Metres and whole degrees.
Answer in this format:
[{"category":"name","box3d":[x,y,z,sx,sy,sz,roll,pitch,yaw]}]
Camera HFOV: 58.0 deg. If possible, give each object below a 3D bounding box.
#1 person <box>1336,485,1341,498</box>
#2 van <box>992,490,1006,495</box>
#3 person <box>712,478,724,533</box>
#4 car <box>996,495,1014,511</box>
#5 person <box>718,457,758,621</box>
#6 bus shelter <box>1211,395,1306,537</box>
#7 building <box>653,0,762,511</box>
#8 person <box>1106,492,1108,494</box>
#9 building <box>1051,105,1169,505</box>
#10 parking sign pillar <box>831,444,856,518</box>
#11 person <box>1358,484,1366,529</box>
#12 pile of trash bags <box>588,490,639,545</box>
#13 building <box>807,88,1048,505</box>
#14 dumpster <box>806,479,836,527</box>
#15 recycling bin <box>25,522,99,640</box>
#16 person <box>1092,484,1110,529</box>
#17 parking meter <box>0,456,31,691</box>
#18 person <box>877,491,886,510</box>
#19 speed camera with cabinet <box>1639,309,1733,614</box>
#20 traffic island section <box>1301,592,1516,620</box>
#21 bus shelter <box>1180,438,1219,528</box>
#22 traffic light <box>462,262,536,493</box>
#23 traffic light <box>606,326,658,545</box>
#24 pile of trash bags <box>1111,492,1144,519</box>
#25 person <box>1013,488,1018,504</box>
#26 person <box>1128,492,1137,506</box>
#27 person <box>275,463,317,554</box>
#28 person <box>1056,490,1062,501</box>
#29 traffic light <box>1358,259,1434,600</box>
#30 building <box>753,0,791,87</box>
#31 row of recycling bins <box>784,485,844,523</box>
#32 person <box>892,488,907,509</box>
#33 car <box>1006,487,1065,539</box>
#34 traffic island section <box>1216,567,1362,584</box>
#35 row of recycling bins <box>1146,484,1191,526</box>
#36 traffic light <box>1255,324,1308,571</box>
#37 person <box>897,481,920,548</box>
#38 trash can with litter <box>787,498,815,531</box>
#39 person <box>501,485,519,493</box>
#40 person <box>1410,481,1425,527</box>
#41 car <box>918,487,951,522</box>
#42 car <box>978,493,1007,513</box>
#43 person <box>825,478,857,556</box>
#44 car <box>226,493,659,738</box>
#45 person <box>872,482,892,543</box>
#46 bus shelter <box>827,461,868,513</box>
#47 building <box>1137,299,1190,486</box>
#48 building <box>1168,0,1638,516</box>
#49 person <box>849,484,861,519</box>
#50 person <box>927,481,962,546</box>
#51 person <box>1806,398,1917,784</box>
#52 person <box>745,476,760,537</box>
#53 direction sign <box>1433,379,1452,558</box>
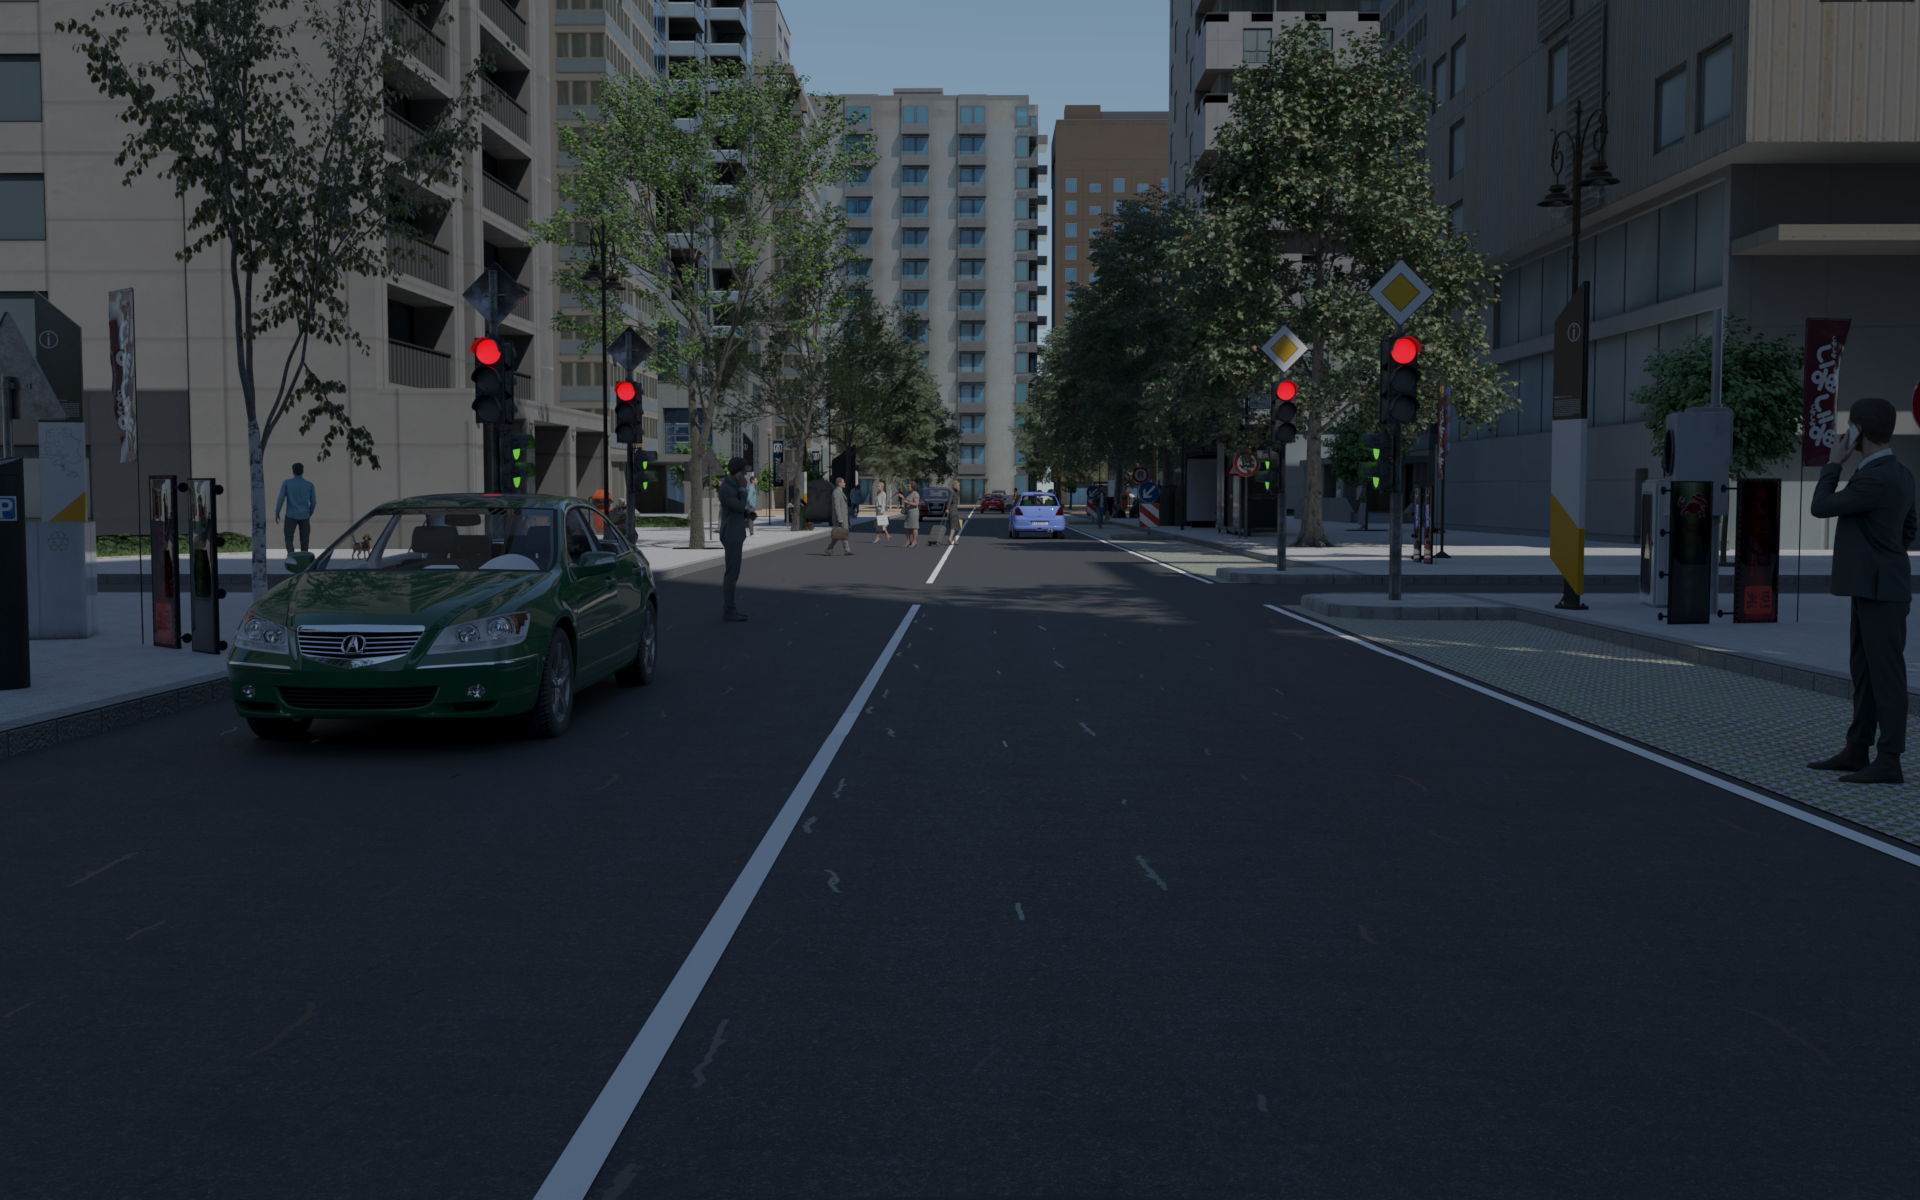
[{"category":"person","box3d":[21.942,-5.736,100.057,0.641,1.798,0.478,-3,5,-40]},{"category":"van","box3d":[3.755,-9.801,167.262,2.013,2.044,4.112,0,4,2]},{"category":"person","box3d":[-7.670,-3.063,56.392,0.850,1.792,0.678,-1,4,-12]},{"category":"car","box3d":[4.000,-8.324,148.451,2.083,1.381,4.827,0,4,2]},{"category":"person","box3d":[-2.513,-0.695,19.670,0.447,1.846,0.655,0,4,-7]},{"category":"bus shelter","box3d":[9.370,-4.796,56.047,2.179,5.291,8.768,0,4,1]},{"category":"building","box3d":[-24.928,-49.259,118.061,22.319,86.520,31.000,0,4,1]},{"category":"person","box3d":[15.035,-10.274,174.037,1.348,1.822,0.705,0,4,1]},{"category":"building","box3d":[17.995,-33.793,202.627,14.200,45.320,14.600,0,4,1]},{"category":"parking sign pillar","box3d":[-6.222,-6.370,92.629,1.447,3.967,1.447,0,4,-4]},{"category":"person","box3d":[14.932,-3.521,64.168,0.362,1.759,0.519,2,4,35]},{"category":"pile of trash bags","box3d":[-7.448,-1.571,35.436,1.912,1.369,3.447,0,4,-8]},{"category":"building","box3d":[-4.969,-35.937,207.184,30.456,49.044,23.786,0,4,1]},{"category":"dumpster","box3d":[-5.585,-3.870,69.026,1.264,1.857,1.865,0,4,1]},{"category":"recycling bin","box3d":[-8.189,-0.182,15.536,0.722,1.027,0.722,-1,4,-18]},{"category":"person","box3d":[5.796,-3.815,70.863,0.794,1.824,0.713,-1,4,-9]},{"category":"parking meter","box3d":[-6.354,-0.183,11.406,0.372,1.533,0.369,0,3,0]},{"category":"person","box3d":[-4.738,-5.957,103.855,0.576,1.772,0.534,0,4,3]},{"category":"speed camera with cabinet","box3d":[8.071,-1.528,19.316,0.660,3.252,2.038,1,4,13]},{"category":"traffic island section","box3d":[5.290,0.080,20.980,2.009,0.180,2.903,0,4,1]},{"category":"bus shelter","box3d":[9.311,-4.248,63.381,2.014,3.302,5.546,0,4,1]},{"category":"traffic light","box3d":[-5.611,-1.962,20.994,0.839,4.253,0.868,0,4,1]},{"category":"traffic light","box3d":[-5.504,-2.450,28.979,0.839,4.253,0.868,0,4,1]},{"category":"pile of trash bags","box3d":[8.853,-5.004,91.566,1.912,1.369,3.447,1,4,11]},{"category":"person","box3d":[3.444,-6.121,108.538,0.705,1.831,1.348,0,4,3]},{"category":"person","box3d":[12.101,-6.882,121.757,0.799,1.438,0.628,0,4,3]},{"category":"person","box3d":[-11.355,-1.442,29.646,0.660,1.820,0.620,-2,4,-33]},{"category":"person","box3d":[9.536,-9.930,169.113,0.721,1.735,1.217,-2,4,-34]},{"category":"traffic light","box3d":[5.250,-1.954,20.866,0.839,4.253,0.868,0,4,1]},{"category":"building","box3d":[-34.329,-40.559,205.132,28.212,58.520,21.231,0,4,1]},{"category":"row of recycling bins","box3d":[-6.575,-4.389,78.874,1.069,1.692,3.534,3,4,39]},{"category":"person","box3d":[-5.318,-8.942,152.263,1.348,1.822,0.705,0,4,0]},{"category":"car","box3d":[2.468,-2.854,56.249,1.945,1.707,3.694,0,4,-1]},{"category":"traffic island section","box3d":[5.396,-0.409,28.964,2.009,0.180,2.903,0,4,1]},{"category":"row of recycling bins","box3d":[8.811,-3.812,69.443,1.069,1.692,3.534,-3,5,-39]},{"category":"traffic light","box3d":[5.356,-2.442,28.850,0.839,4.253,0.868,0,4,1]},{"category":"person","box3d":[-1.410,-2.302,46.488,0.532,1.782,0.716,-2,4,-30]},{"category":"trash can with litter","box3d":[-5.555,-3.010,60.600,0.624,1.170,1.055,2,4,25]},{"category":"person","box3d":[-8.607,-1.627,33.065,0.576,1.772,0.534,-1,4,-16]},{"category":"person","box3d":[17.567,-3.670,66.398,0.623,1.781,0.721,1,4,14]},{"category":"car","box3d":[-1.259,-5.058,91.379,2.281,1.827,5.304,0,4,-1]},{"category":"car","box3d":[2.449,-7.430,130.527,2.155,1.783,4.494,0,4,1]},{"category":"person","box3d":[-2.754,-1.931,40.169,0.767,1.812,0.694,0,4,-4]},{"category":"car","box3d":[-3.246,0.006,11.702,2.131,1.459,4.920,0,4,0]},{"category":"person","box3d":[-2.276,-2.563,50.752,0.624,1.780,0.694,-1,4,-10]},{"category":"bus shelter","box3d":[-6.522,-6.577,101.458,2.014,3.302,5.546,0,4,1]},{"category":"building","box3d":[31.232,-19.116,157.583,27.650,21.520,28.899,0,4,1]},{"category":"building","box3d":[30.204,-32.960,128.136,28.713,52.752,27.495,0,4,1]},{"category":"person","box3d":[-5.454,-5.118,89.983,0.793,1.790,0.793,-3,4,-37]},{"category":"person","box3d":[-0.388,-2.406,48.054,0.699,1.804,1.509,3,5,40]},{"category":"person","box3d":[4.475,-0.046,8.609,0.474,1.900,0.648,2,4,30]},{"category":"person","box3d":[-6.254,-2.768,51.312,0.620,1.820,0.660,-1,4,-15]},{"category":"direction sign","box3d":[9.660,-2.607,34.623,0.379,3.537,0.876,2,4,30]}]
